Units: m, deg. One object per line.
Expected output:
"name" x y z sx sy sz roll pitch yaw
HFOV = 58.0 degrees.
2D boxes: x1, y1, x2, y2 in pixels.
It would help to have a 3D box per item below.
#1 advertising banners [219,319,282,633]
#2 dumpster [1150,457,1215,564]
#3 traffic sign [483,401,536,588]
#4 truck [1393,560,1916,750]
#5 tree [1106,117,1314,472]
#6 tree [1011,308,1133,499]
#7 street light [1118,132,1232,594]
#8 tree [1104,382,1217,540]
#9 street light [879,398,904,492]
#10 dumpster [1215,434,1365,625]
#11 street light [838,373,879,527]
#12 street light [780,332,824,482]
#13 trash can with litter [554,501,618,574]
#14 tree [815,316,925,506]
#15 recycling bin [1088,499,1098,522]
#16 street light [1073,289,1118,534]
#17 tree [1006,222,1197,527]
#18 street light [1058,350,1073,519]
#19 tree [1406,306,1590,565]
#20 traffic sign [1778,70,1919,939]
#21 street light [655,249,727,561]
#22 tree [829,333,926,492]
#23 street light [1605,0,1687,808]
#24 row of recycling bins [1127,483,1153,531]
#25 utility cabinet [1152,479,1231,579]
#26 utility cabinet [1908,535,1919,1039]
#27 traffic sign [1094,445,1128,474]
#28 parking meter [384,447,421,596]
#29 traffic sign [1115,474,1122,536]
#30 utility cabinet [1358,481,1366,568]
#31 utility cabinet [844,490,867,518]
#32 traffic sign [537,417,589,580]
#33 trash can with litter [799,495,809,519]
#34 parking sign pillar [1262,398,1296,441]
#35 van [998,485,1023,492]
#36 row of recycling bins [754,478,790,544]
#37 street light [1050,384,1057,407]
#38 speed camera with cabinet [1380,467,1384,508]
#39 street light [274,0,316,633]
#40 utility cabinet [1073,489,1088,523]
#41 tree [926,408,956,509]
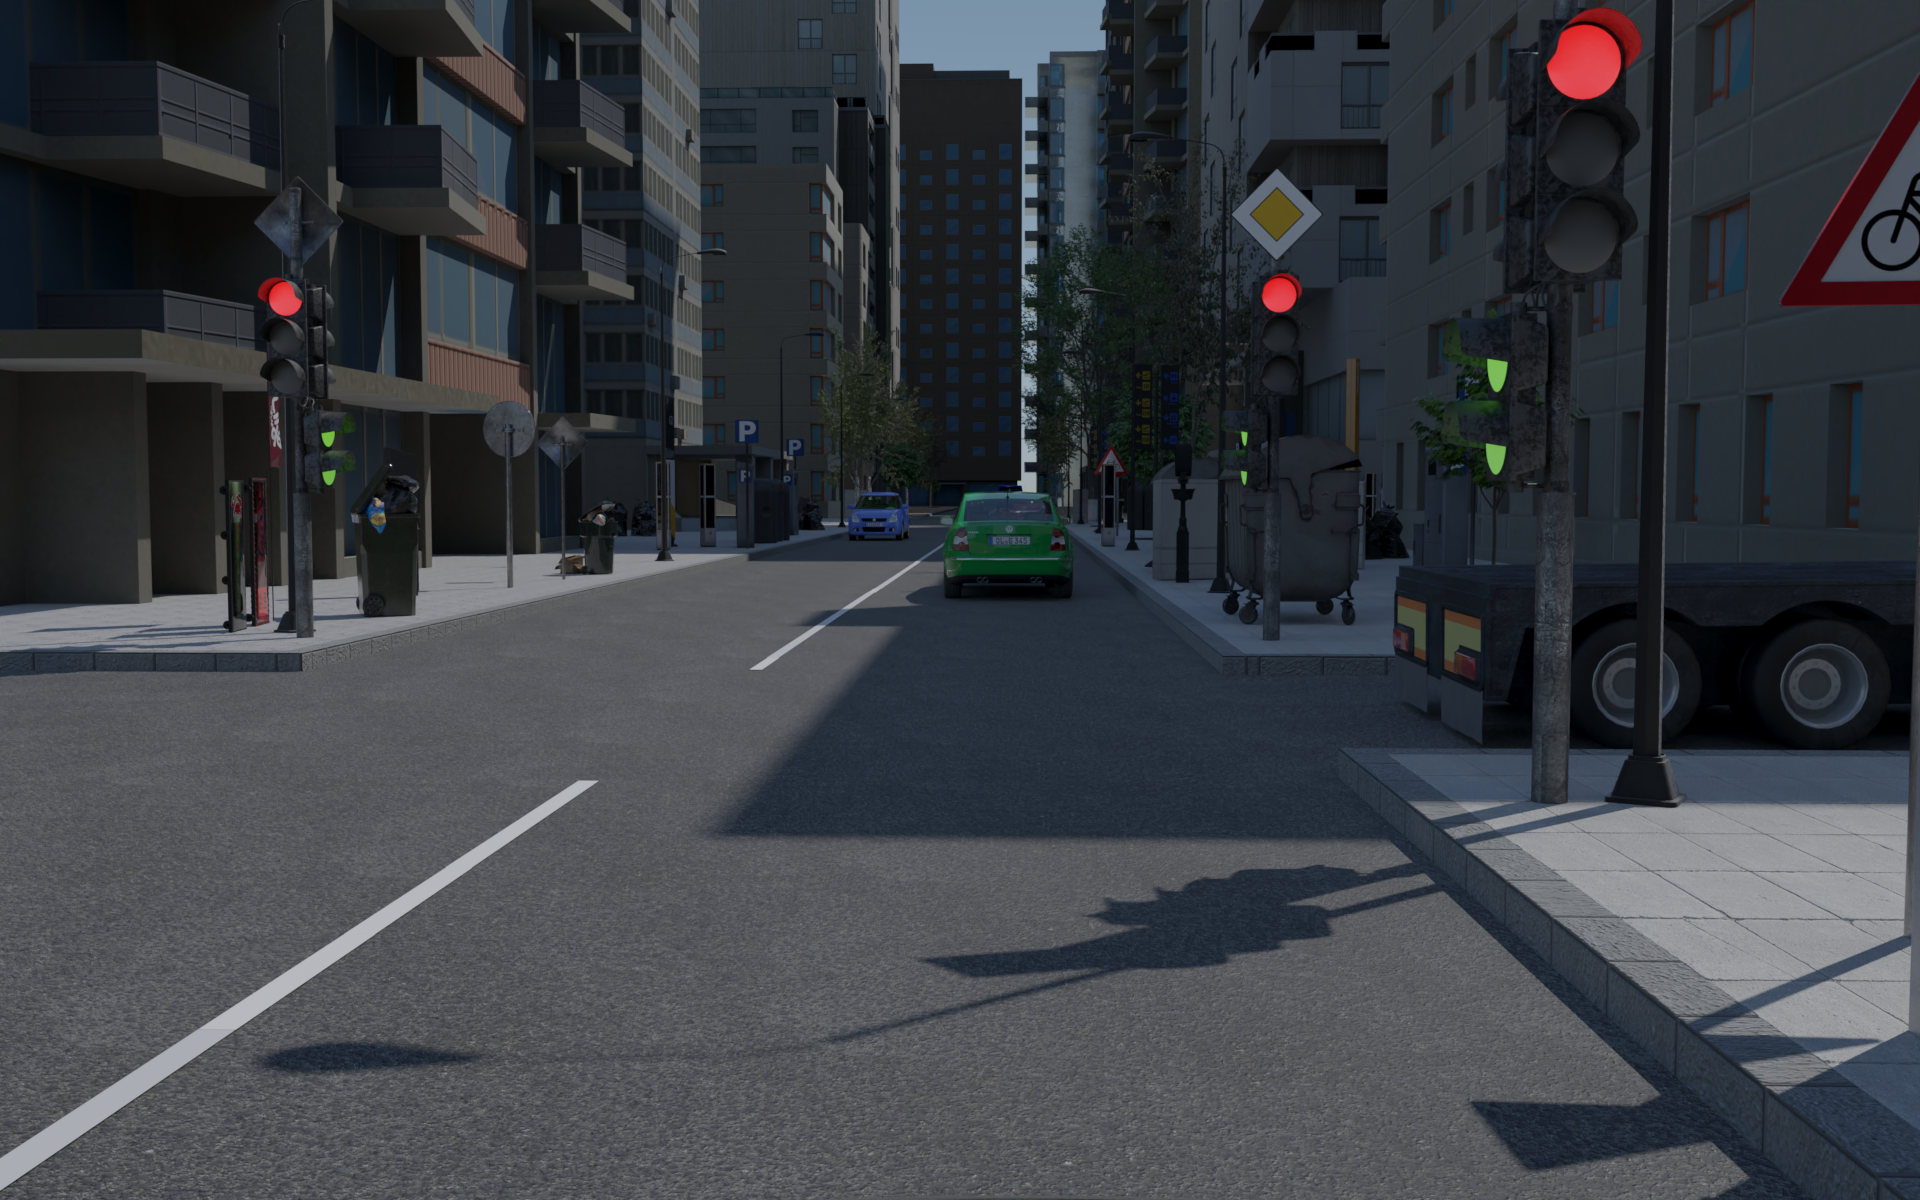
"advertising banners" -6.852 -1.264 16.851 0.090 3.025 2.074 0 4 -7
"dumpster" 3.782 -1.372 28.187 1.264 1.857 1.865 0 4 2
"traffic sign" -6.163 -1.440 23.656 0.768 2.556 0.104 1 4 10
"truck" 12.279 -1.248 10.163 18.799 4.110 2.967 0 4 3
"tree" 4.767 -5.180 35.052 4.360 8.622 3.978 0 3 0
"tree" 6.015 -9.047 82.324 7.601 10.594 8.767 1 4 15
"street light" 2.850 -3.047 22.363 1.470 5.913 1.316 0 4 2
"tree" 5.573 -3.981 48.798 4.285 4.588 4.351 0 3 0
"street light" -3.383 -6.803 83.774 1.470 5.913 1.316 0 4 2
"dumpster" 3.367 -0.727 17.646 1.264 1.857 1.865 0 4 2
"street light" -4.008 -5.749 66.534 1.470 5.913 1.316 0 4 2
"street light" -4.586 -4.723 49.761 1.470 5.913 1.316 0 4 2
"trash can with litter" -6.018 -1.001 27.751 1.055 1.170 0.624 1 4 22
"tree" -4.319 -7.471 72.513 4.737 8.622 4.395 0 3 0
"recycling bin" 6.470 -4.204 81.290 0.722 1.027 0.722 -2 4 -35
"street light" 3.384 -4.082 39.283 1.470 5.913 1.316 0 4 2
"tree" 5.516 -8.675 67.584 9.928 11.665 9.643 0 3 0
"street light" 4.003 -5.108 56.055 1.470 5.913 1.316 0 4 2
"tree" 5.441 -1.433 18.038 1.663 3.219 1.824 0 3 0
"traffic sign" 2.767 -0.302 4.938 0.884 2.594 0.081 0 4 5
"street light" -5.119 -3.696 32.973 1.470 5.913 1.316 0 4 2
"tree" -4.048 -7.867 78.984 4.360 8.622 3.978 0 3 0
"street light" 2.334 -2.114 7.104 1.470 5.913 1.316 0 4 2
"row of recycling bins" 7.323 -3.289 60.896 3.534 1.692 1.069 3 5 44
"utility cabinet" 3.475 -1.055 25.924 1.173 1.500 0.318 -1 4 -19
"utility cabinet" 2.351 0.463 3.599 0.306 1.237 1.020 0 4 7
"traffic sign" 4.026 -2.825 46.188 0.884 2.594 0.081 0 4 4
"parking meter" -7.023 -0.986 21.828 0.399 1.863 0.255 -2 4 -31
"traffic sign" 4.784 -3.212 52.621 0.768 2.556 0.104 0 4 4
"utility cabinet" 6.338 -1.286 29.708 1.173 1.500 0.318 1 4 21
"utility cabinet" -5.445 -5.018 90.715 1.173 1.500 0.318 0 4 8
"traffic sign" -5.936 -1.511 25.892 0.795 2.450 0.064 0 4 4
"trash can with litter" -8.228 -4.642 86.949 2.233 1.210 1.678 -1 4 -20
"parking sign pillar" 7.557 -3.248 41.569 1.447 3.967 1.447 -1 4 -15
"van" 3.478 -7.109 120.609 2.240 2.365 5.245 0 4 1
"row of recycling bins" -5.214 -2.408 46.477 1.069 1.692 3.534 0 4 2
"street light" 4.589 -6.165 73.332 1.470 5.913 1.316 0 4 2
"speed camera with cabinet" 13.812 -3.746 55.586 0.660 3.252 2.038 1 4 13
"street light" -5.653 -2.653 15.923 1.470 5.913 1.316 0 4 2
"utility cabinet" 5.251 -4.094 75.623 0.318 1.500 1.173 2 4 24
"tree" -2.466 -12.144 148.922 4.360 8.622 3.978 0 3 0
